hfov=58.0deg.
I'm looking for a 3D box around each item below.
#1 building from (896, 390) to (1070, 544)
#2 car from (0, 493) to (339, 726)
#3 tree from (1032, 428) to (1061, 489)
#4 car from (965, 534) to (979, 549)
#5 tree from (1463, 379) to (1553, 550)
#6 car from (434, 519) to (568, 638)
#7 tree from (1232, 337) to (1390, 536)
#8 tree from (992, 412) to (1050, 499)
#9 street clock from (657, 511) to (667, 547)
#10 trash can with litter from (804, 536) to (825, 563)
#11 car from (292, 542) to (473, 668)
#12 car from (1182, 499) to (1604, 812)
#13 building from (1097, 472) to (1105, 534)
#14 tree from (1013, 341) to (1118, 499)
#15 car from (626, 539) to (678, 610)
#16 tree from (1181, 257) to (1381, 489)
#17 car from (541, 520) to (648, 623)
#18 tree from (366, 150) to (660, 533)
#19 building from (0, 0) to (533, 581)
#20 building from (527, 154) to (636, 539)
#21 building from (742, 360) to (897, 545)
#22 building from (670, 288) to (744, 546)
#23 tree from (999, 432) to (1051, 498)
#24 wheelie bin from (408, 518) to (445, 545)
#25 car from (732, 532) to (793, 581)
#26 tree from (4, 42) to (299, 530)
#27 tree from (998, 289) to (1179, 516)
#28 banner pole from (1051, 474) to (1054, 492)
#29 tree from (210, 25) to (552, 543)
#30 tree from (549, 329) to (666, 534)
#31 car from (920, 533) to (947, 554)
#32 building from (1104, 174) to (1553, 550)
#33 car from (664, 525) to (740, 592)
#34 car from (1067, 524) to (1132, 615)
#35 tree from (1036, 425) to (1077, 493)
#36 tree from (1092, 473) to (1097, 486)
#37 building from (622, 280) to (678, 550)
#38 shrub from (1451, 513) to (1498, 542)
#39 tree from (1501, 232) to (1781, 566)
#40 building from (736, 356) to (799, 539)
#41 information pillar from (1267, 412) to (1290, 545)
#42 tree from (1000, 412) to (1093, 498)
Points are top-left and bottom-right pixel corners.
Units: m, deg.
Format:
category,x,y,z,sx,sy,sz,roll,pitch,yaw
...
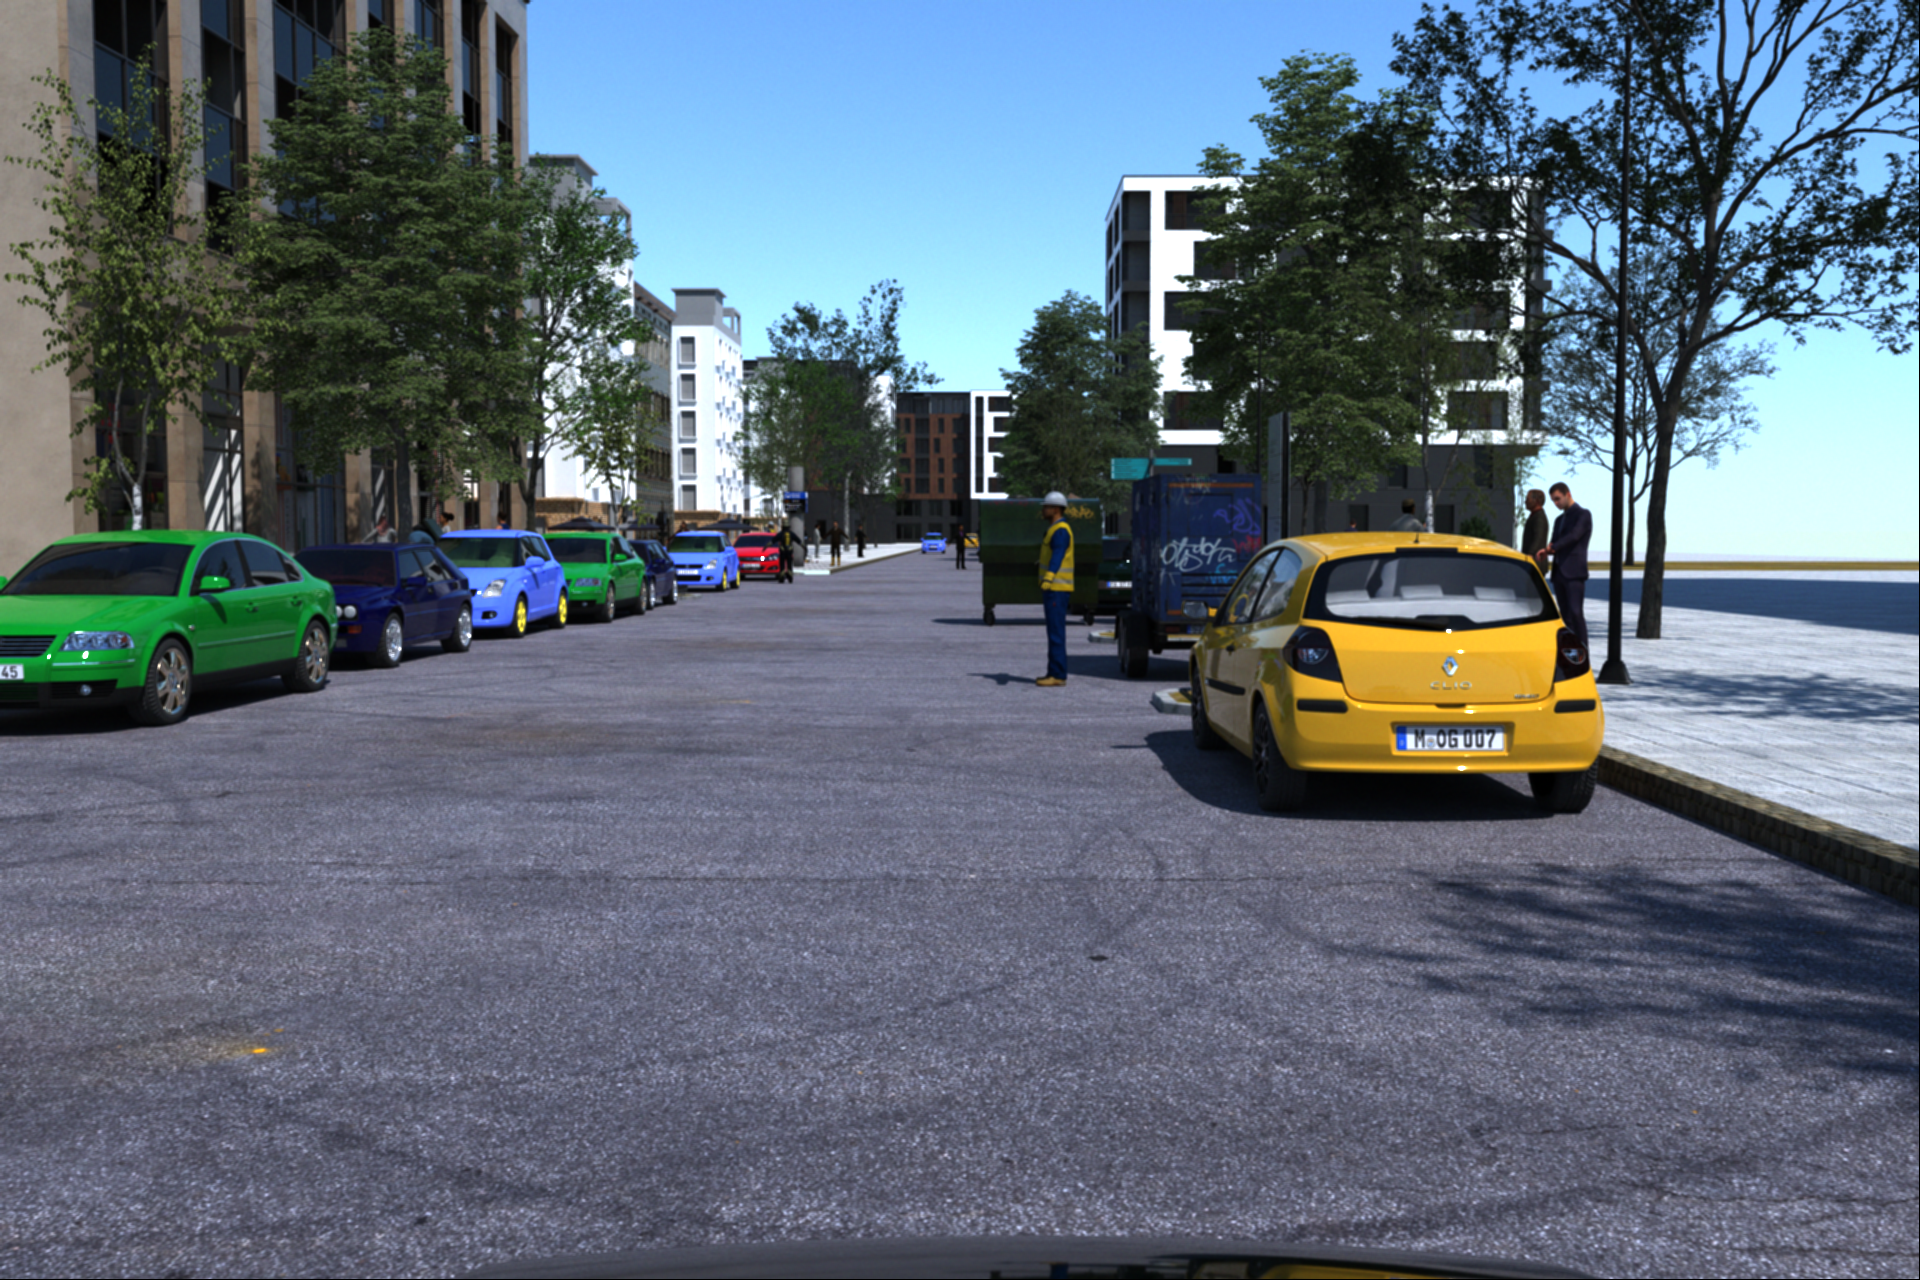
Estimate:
category,x,y,z,sx,sy,sz,roll,pitch,yaw
building,-0.951,-25.145,257.553,32.646,21.610,27.936,0,4,-1
car,-6.735,-0.339,14.345,1.959,1.807,4.718,0,4,1
tree,6.748,-10.126,115.917,4.737,8.622,4.395,0,3,0
car,0.985,-9.248,161.432,2.015,1.641,3.980,0,4,0
tree,26.153,-7.966,80.609,4.360,8.622,3.978,0,3,0
car,-6.846,-0.938,24.933,1.945,1.707,3.694,0,4,1
tree,15.203,-8.594,74.929,7.601,10.594,8.767,-1,4,-12
tree,7.729,-15.750,164.174,9.857,13.997,8.962,0,3,0
street clock,-9.517,-3.108,55.384,0.358,2.002,0.471,0,4,1
trash can with litter,-6.861,-4.102,78.122,1.678,1.210,2.233,0,4,2
car,-6.868,-0.436,19.710,1.945,1.354,3.894,0,4,1
car,2.402,-0.009,10.364,2.015,1.641,3.980,0,4,0
building,22.083,-16.448,211.069,9.099,9.664,28.070,0,4,1
tree,3.724,-7.131,66.953,4.360,8.622,3.978,0,3,0
car,-6.630,-1.299,33.826,1.945,1.354,3.894,0,4,0
tree,12.115,-8.500,64.731,9.928,11.665,9.643,0,3,0
car,-6.485,-1.255,29.310,1.959,1.807,4.718,0,4,0
tree,-12.177,-7.499,48.364,9.928,11.665,9.643,0,3,0
building,-29.056,-17.541,53.018,22.709,31.103,35.509,0,4,1
building,-24.037,-14.150,87.777,16.016,20.090,11.380,0,4,1
building,-22.820,-22.976,219.627,27.936,21.610,32.646,0,4,1
building,-23.660,-17.006,134.464,16.016,20.090,11.380,0,4,2
tree,7.220,-13.673,149.316,9.928,11.665,9.643,0,3,0
wheelie bin,-10.609,-1.634,34.628,0.693,1.594,0.980,0,4,0
car,-6.321,-2.790,54.657,2.155,1.783,4.494,0,4,0
tree,-12.711,-4.679,26.870,4.737,8.622,4.395,0,3,0
tree,6.552,-11.198,89.749,9.857,13.997,8.962,0,3,0
banner pole,3.815,-4.980,71.440,0.401,3.779,0.863,0,4,0
tree,-13.243,-7.431,39.630,7.486,12.596,7.792,0,3,0
tree,-12.138,-6.748,60.699,4.737,8.622,4.395,0,3,0
car,-1.934,-7.226,127.741,1.945,1.707,3.694,0,4,1
building,23.406,-16.580,115.065,27.936,21.610,32.646,0,4,1
car,-6.630,-2.103,43.971,1.945,1.707,3.694,0,4,1
car,2.813,-1.364,32.081,2.009,1.686,4.222,0,3,0
tree,6.605,-9.643,108.026,4.737,8.622,4.395,0,3,0
tree,22.089,-21.317,255.179,9.857,13.997,8.962,0,3,0
building,-29.116,-17.091,110.369,19.493,23.208,18.063,0,3,0
shrub,19.225,-3.714,64.763,1.661,2.075,1.752,0,3,0
tree,27.063,-9.717,69.250,12.009,13.543,11.850,0,3,0
building,-23.194,-20.133,185.598,16.016,20.090,11.380,0,4,1
information pillar,6.277,-2.621,34.166,0.184,3.620,1.656,0,4,1
tree,7.008,-12.935,137.237,9.928,11.665,9.643,0,3,0
